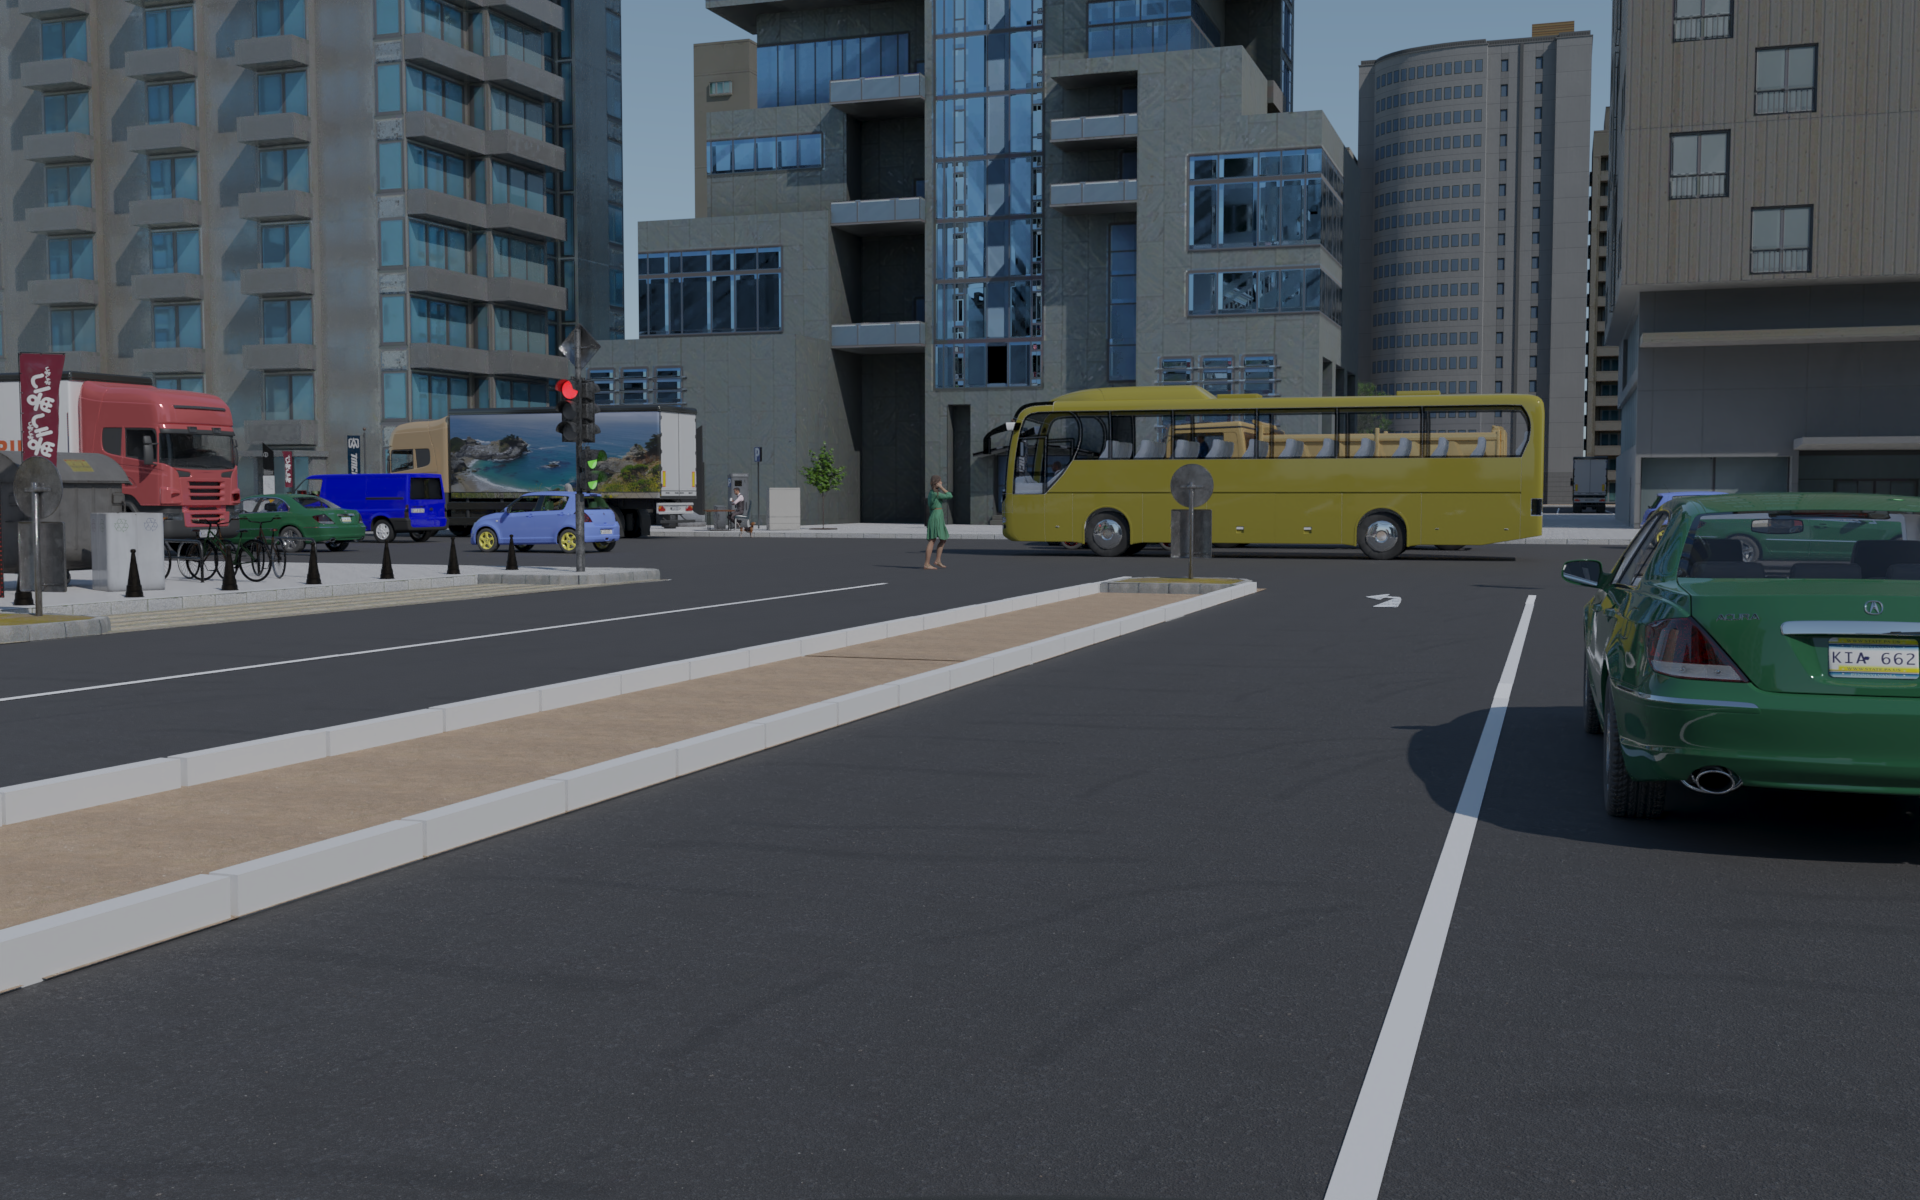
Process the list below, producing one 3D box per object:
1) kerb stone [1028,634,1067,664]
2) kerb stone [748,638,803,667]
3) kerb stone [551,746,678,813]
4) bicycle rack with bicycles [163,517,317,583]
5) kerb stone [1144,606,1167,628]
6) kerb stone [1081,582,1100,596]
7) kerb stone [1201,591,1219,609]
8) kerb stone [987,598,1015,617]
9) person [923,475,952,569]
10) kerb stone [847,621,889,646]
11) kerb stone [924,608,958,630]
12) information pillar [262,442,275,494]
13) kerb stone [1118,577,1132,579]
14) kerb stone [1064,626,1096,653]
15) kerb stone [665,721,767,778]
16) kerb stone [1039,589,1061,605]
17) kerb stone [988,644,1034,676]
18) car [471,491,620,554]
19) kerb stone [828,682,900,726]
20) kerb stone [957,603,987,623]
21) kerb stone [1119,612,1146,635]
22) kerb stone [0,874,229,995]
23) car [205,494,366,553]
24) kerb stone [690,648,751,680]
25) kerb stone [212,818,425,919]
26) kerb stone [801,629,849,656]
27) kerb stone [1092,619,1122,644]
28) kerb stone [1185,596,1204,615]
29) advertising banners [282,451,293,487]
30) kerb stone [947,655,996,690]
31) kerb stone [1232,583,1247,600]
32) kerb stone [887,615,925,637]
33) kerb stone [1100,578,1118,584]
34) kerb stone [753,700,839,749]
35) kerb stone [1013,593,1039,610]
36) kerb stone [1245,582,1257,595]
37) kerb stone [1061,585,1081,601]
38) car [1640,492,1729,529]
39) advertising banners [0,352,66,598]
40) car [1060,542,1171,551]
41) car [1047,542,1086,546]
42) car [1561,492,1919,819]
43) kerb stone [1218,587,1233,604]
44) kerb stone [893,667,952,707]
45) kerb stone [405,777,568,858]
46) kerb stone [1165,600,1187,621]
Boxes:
[{"bbox_3d":[0.716,0.437,15.059,0.120,0.150,1.000,1,4,19],"label":"kerb stone"},{"bbox_3d":[-1.622,0.456,14.738,0.120,0.150,1.000,1,4,19],"label":"kerb stone"},{"bbox_3d":[-1.653,0.852,8.268,0.120,0.150,1.000,1,4,19],"label":"kerb stone"},{"bbox_3d":[-11.020,-0.776,26.069,2.925,0.926,2.852,3,5,42],"label":"bicycle rack with bicycles"},{"bbox_3d":[2.070,0.201,18.951,0.120,0.150,1.000,1,4,19],"label":"kerb stone"},{"bbox_3d":[1.764,-0.139,24.470,0.120,0.150,1.000,1,4,19],"label":"kerb stone"},{"bbox_3d":[3.090,0.021,21.868,0.120,0.150,1.000,1,4,19],"label":"kerb stone"},{"bbox_3d":[0.415,0.102,20.572,0.120,0.150,1.000,1,4,19],"label":"kerb stone"},{"bbox_3d":[-0.478,-1.489,33.098,0.529,1.795,0.600,-2,4,-26],"label":"person"},{"bbox_3d":[-0.948,0.337,16.678,0.120,0.150,1.000,1,4,19],"label":"kerb stone"},{"bbox_3d":[-0.266,0.220,18.624,0.120,0.150,1.000,1,4,19],"label":"kerb stone"},{"bbox_3d":[-31.221,-5.312,78.204,0.504,3.616,0.183,0,4,-4],"label":"information pillar"},{"bbox_3d":[2.441,-0.258,26.417,0.120,0.150,1.000,1,4,19],"label":"kerb stone"},{"bbox_3d":[1.051,0.377,16.035,0.120,0.150,1.000,1,4,19],"label":"kerb stone"},{"bbox_3d":[-1.314,0.796,9.239,0.120,0.150,1.000,1,4,19],"label":"kerb stone"},{"bbox_3d":[1.086,-0.020,22.516,0.120,0.150,1.000,1,4,19],"label":"kerb stone"},{"bbox_3d":[0.376,0.496,14.091,0.120,0.150,1.000,1,4,19],"label":"kerb stone"},{"bbox_3d":[-10.305,-2.033,42.835,3.694,1.707,1.945,1,4,21],"label":"car"},{"bbox_3d":[-0.640,0.676,11.177,0.120,0.150,1.000,1,4,19],"label":"kerb stone"},{"bbox_3d":[0.065,0.159,19.595,0.120,0.150,1.000,1,4,19],"label":"kerb stone"},{"bbox_3d":[1.733,0.260,17.972,0.120,0.150,1.000,1,4,19],"label":"kerb stone"},{"bbox_3d":[-2.669,1.030,5.359,0.120,0.150,1.000,1,4,19],"label":"kerb stone"},{"bbox_3d":[-17.339,-1.946,43.613,4.920,1.459,2.131,1,4,20],"label":"car"},{"bbox_3d":[-1.955,0.517,13.766,0.120,0.150,1.000,1,4,19],"label":"kerb stone"},{"bbox_3d":[-2.325,0.971,6.327,0.120,0.150,1.000,1,4,19],"label":"kerb stone"},{"bbox_3d":[-1.283,0.397,15.706,0.120,0.150,1.000,1,4,19],"label":"kerb stone"},{"bbox_3d":[1.389,0.318,17.004,0.120,0.150,1.000,1,4,19],"label":"kerb stone"},{"bbox_3d":[2.752,0.083,20.900,0.120,0.150,1.000,1,4,19],"label":"kerb stone"},{"bbox_3d":[-26.928,-4.570,70.906,0.090,3.025,2.074,2,4,24],"label":"advertising banners"},{"bbox_3d":[0.039,0.557,13.118,0.120,0.150,1.000,1,4,19],"label":"kerb stone"},{"bbox_3d":[3.763,-0.099,23.814,0.120,0.150,1.000,1,4,19],"label":"kerb stone"},{"bbox_3d":[-0.609,0.278,17.656,0.120,0.150,1.000,1,4,19],"label":"kerb stone"},{"bbox_3d":[2.105,-0.192,25.448,0.120,0.150,1.000,1,4,19],"label":"kerb stone"},{"bbox_3d":[-0.979,0.736,10.209,0.120,0.150,1.000,1,4,19],"label":"kerb stone"},{"bbox_3d":[0.748,0.040,21.548,0.120,0.150,1.000,1,4,19],"label":"kerb stone"},{"bbox_3d":[4.102,-0.157,24.789,0.120,0.150,1.000,1,4,19],"label":"kerb stone"},{"bbox_3d":[1.424,-0.079,23.491,0.120,0.150,1.000,1,4,19],"label":"kerb stone"},{"bbox_3d":[19.603,-2.156,44.846,3.694,1.707,1.945,1,4,18],"label":"car"},{"bbox_3d":[-12.077,-1.533,21.244,2.074,3.025,0.090,-1,4,-18],"label":"advertising banners"},{"bbox_3d":[4.429,-2.143,44.825,4.222,1.686,2.009,1,4,19],"label":"car"},{"bbox_3d":[3.954,-2.496,49.487,2.281,1.827,5.304,1,4,19],"label":"car"},{"bbox_3d":[4.183,0.184,8.782,2.131,1.459,4.920,1,4,18],"label":"car"},{"bbox_3d":[3.421,-0.039,22.841,0.120,0.150,1.000,1,4,19],"label":"kerb stone"},{"bbox_3d":[-0.297,0.615,12.144,0.120,0.150,1.000,1,4,19],"label":"kerb stone"},{"bbox_3d":[-1.988,0.911,7.299,0.120,0.150,1.000,1,4,19],"label":"kerb stone"},{"bbox_3d":[2.416,0.139,19.917,0.120,0.150,1.000,1,4,19],"label":"kerb stone"}]
